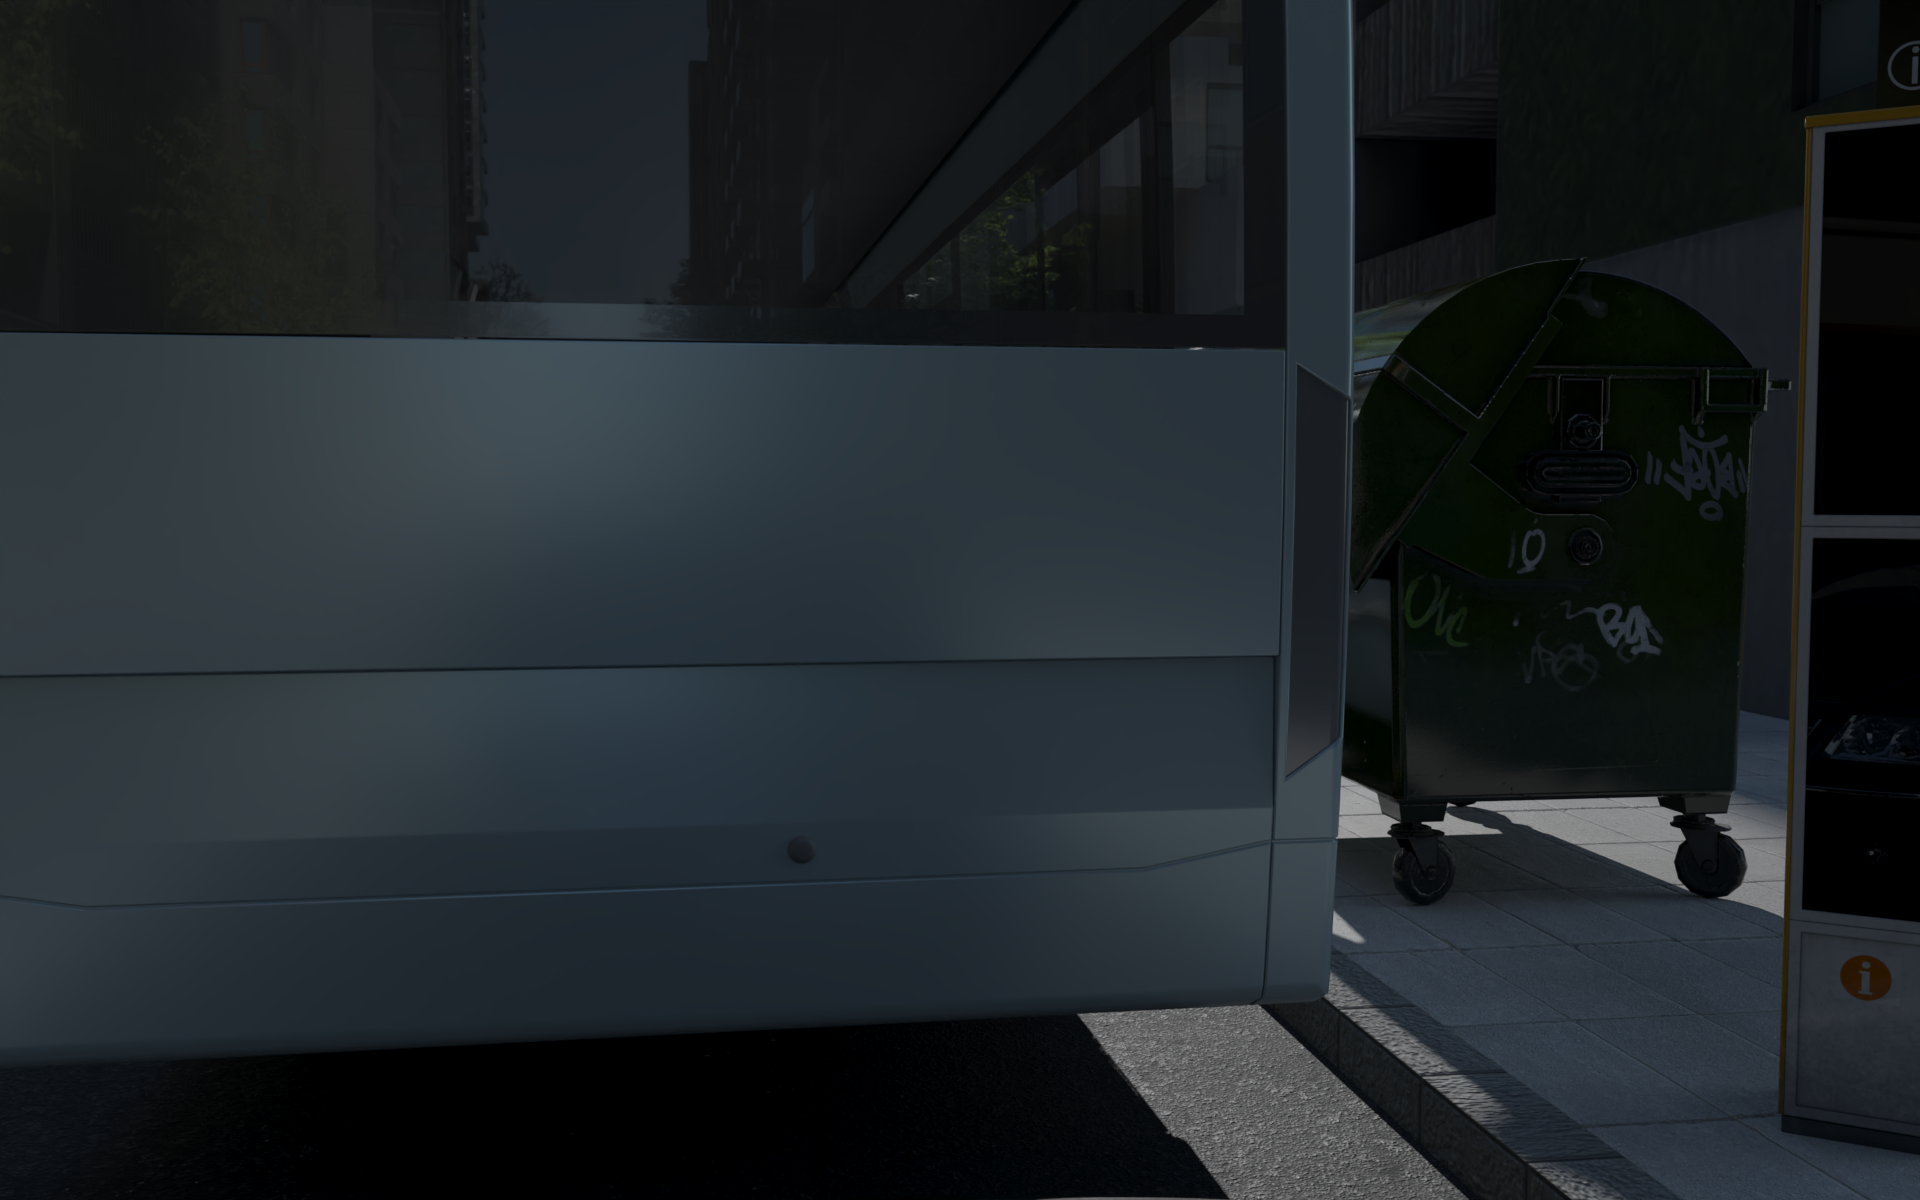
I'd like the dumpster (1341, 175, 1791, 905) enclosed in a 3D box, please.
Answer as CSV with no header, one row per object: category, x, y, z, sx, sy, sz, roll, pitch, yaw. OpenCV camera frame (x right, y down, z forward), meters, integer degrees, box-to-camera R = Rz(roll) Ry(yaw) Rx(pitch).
dumpster,1.743,-0.225,6.180,1.502,2.255,1.985,-1,4,-8

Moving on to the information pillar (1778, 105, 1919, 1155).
information pillar,1.845,0.062,3.473,0.304,2.012,0.304,2,4,30

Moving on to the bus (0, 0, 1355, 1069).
bus,-1.644,-0.891,9.429,2.948,3.499,13.247,-1,4,-10

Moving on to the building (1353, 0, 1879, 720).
building,10.785,-14.927,15.752,14.160,30.474,14.107,-1,4,-8

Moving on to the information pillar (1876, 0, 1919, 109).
information pillar,4.056,-0.973,7.266,0.504,3.616,0.183,2,4,25
